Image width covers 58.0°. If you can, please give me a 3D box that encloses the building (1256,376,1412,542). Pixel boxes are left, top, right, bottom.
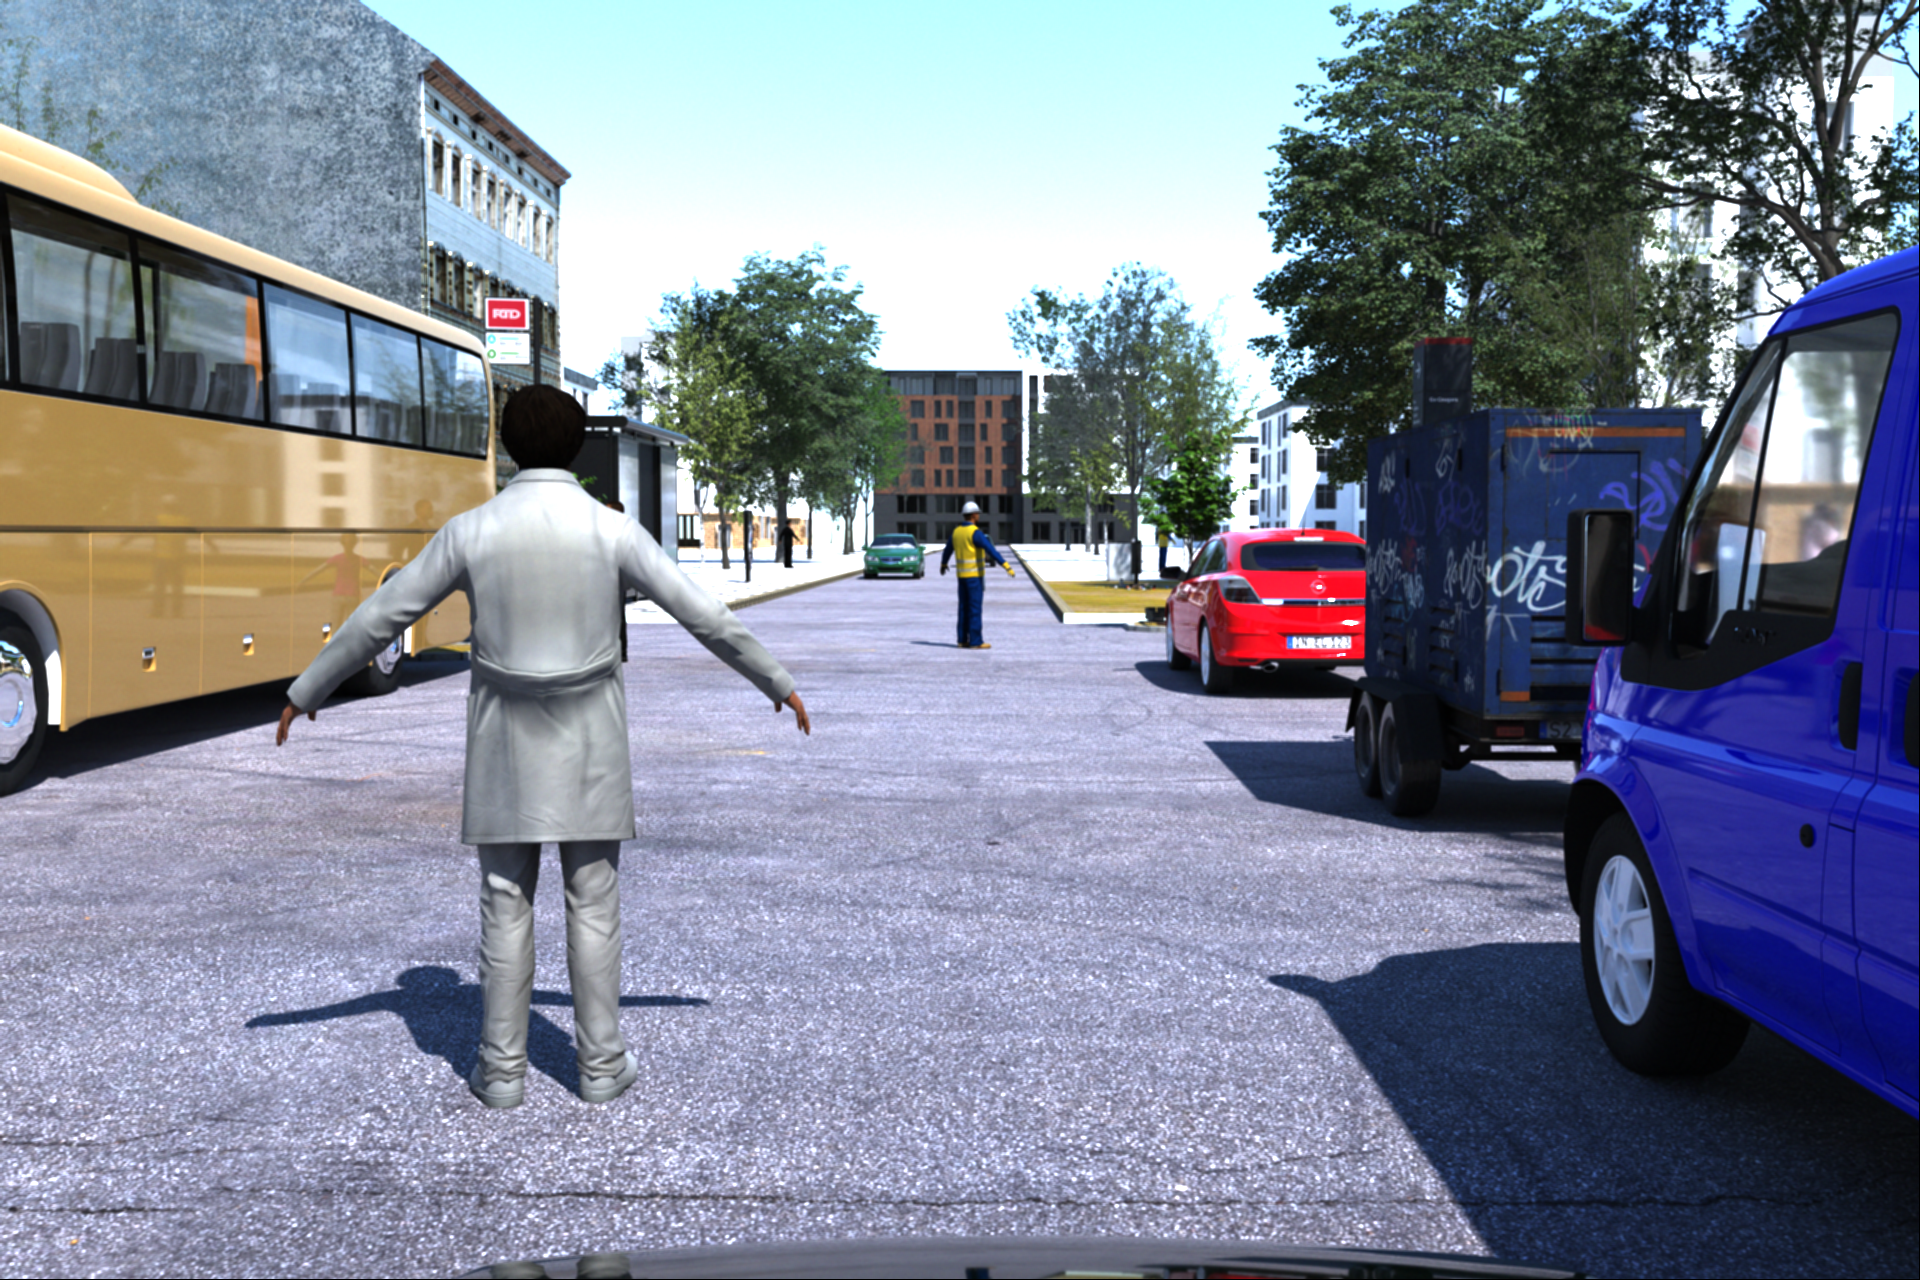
[{"bbox_3d":[24.535,-9.952,104.866,9.099,9.664,28.070,0,4,1],"label":"building"}]

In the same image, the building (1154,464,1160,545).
[{"bbox_3d":[27.110,-15.226,191.096,9.099,9.664,28.070,0,4,1],"label":"building"}]

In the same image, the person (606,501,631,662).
[{"bbox_3d":[-3.885,-0.658,19.445,0.704,1.802,1.346,-1,4,-14],"label":"person"}]

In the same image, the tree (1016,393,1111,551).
[{"bbox_3d":[8.184,-13.194,133.845,7.486,12.596,7.792,0,3,0],"label":"tree"}]

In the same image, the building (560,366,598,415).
[{"bbox_3d":[-24.218,-9.309,94.356,9.099,9.664,28.070,0,4,0],"label":"building"}]

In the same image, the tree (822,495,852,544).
[{"bbox_3d":[-16.036,-16.892,226.549,4.737,8.622,4.395,0,3,0],"label":"tree"}]

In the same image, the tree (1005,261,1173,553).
[{"bbox_3d":[10.312,-16.081,118.811,12.611,20.169,13.585,0,3,0],"label":"tree"}]

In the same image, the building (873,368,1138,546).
[{"bbox_3d":[5.336,-23.146,224.861,32.646,21.610,27.936,0,4,-1],"label":"building"}]

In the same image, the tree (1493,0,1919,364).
[{"bbox_3d":[9.195,-5.052,17.010,8.767,10.594,7.601,3,4,38],"label":"tree"}]

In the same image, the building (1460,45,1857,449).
[{"bbox_3d":[26.797,-13.281,73.567,16.016,20.090,11.380,0,4,2],"label":"building"}]

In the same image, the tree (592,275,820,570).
[{"bbox_3d":[-8.667,-7.834,62.506,7.601,10.594,8.767,3,5,44],"label":"tree"}]

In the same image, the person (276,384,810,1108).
[{"bbox_3d":[-1.048,0.259,4.413,1.347,1.806,0.705,-1,4,-10],"label":"person"}]

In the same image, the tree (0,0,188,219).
[{"bbox_3d":[-12.797,-4.383,22.017,4.360,8.622,3.978,0,3,0],"label":"tree"}]

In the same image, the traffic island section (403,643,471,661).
[{"bbox_3d":[-6.398,0.145,20.501,1.991,0.108,1.994,0,4,1],"label":"traffic island section"}]

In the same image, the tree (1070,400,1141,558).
[{"bbox_3d":[7.806,-8.679,92.270,4.737,8.622,4.395,0,3,0],"label":"tree"}]

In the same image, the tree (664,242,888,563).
[{"bbox_3d":[-7.917,-10.335,75.634,9.857,13.997,8.962,0,3,0],"label":"tree"}]

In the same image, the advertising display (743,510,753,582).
[{"bbox_3d":[-5.678,-2.524,46.476,0.123,1.923,0.974,0,4,0],"label":"advertising display"}]

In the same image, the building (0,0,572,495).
[{"bbox_3d":[-26.148,-14.259,64.056,19.493,23.208,18.063,0,4,1],"label":"building"}]

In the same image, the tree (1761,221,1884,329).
[{"bbox_3d":[20.426,-5.504,40.355,4.360,8.622,3.978,0,3,0],"label":"tree"}]

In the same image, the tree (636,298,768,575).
[{"bbox_3d":[-8.021,-6.327,53.814,4.737,8.622,4.395,0,3,0],"label":"tree"}]

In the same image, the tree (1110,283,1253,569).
[{"bbox_3d":[6.885,-6.128,50.548,4.360,8.622,3.978,0,3,0],"label":"tree"}]

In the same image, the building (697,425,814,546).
[{"bbox_3d":[-22.040,-20.120,185.386,16.016,20.090,11.380,0,4,2],"label":"building"}]

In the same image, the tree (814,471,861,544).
[{"bbox_3d":[-16.053,-17.451,219.740,7.601,10.594,8.767,1,4,10],"label":"tree"}]

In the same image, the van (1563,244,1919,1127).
[{"bbox_3d":[2.651,0.094,2.844,2.240,2.365,5.245,0,4,1],"label":"van"}]

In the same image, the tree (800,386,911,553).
[{"bbox_3d":[-7.219,-11.668,116.523,9.928,11.665,9.643,0,3,0],"label":"tree"}]

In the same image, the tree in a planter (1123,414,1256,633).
[{"bbox_3d":[3.479,-1.757,25.955,1.991,3.239,1.994,0,4,1],"label":"tree in a planter"}]

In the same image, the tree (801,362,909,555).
[{"bbox_3d":[-6.889,-10.907,104.091,9.928,11.665,9.643,0,3,0],"label":"tree"}]

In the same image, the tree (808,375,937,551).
[{"bbox_3d":[-6.847,-13.331,128.331,12.009,13.543,11.850,0,3,0],"label":"tree"}]

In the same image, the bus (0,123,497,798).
[{"bbox_3d":[-6.308,-1.283,12.529,2.896,3.916,12.252,0,4,1],"label":"bus"}]

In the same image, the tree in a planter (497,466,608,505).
[{"bbox_3d":[-6.244,-1.741,25.690,1.991,3.239,1.994,0,4,2],"label":"tree in a planter"}]

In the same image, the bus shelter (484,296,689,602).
[{"bbox_3d":[-6.883,-3.327,32.032,2.179,5.291,8.768,0,4,1],"label":"bus shelter"}]

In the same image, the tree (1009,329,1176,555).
[{"bbox_3d":[8.118,-11.837,103.899,12.009,13.543,11.850,0,3,0],"label":"tree"}]

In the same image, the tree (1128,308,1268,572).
[{"bbox_3d":[7.664,-6.519,56.952,4.737,8.622,4.395,0,3,0],"label":"tree"}]

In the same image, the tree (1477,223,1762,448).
[{"bbox_3d":[17.945,-6.883,46.955,8.767,10.594,7.601,0,4,5],"label":"tree"}]

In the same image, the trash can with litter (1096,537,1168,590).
[{"bbox_3d":[4.038,-1.798,40.456,1.678,1.210,2.233,0,4,2],"label":"trash can with litter"}]

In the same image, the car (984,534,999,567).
[{"bbox_3d":[0.728,-4.106,76.923,2.009,1.686,4.222,0,4,0],"label":"car"}]

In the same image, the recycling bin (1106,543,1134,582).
[{"bbox_3d":[4.324,-2.096,46.824,0.722,1.027,0.722,0,4,1],"label":"recycling bin"}]

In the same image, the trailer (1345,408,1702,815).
[{"bbox_3d":[2.926,-0.169,9.814,1.471,1.999,3.904,0,4,2],"label":"trailer"}]

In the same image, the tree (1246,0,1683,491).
[{"bbox_3d":[10.552,-8.015,37.699,9.857,13.997,8.962,0,3,0],"label":"tree"}]

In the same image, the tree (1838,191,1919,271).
[{"bbox_3d":[19.087,-5.139,34.383,4.737,8.622,4.395,0,3,0],"label":"tree"}]

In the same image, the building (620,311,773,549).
[{"bbox_3d":[-22.567,-17.804,147.510,16.016,20.090,11.380,0,4,0],"label":"building"}]

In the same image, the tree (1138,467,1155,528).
[{"bbox_3d":[26.581,-18.785,225.266,7.486,12.596,7.792,0,3,0],"label":"tree"}]

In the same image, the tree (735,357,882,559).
[{"bbox_3d":[-7.727,-9.347,87.241,8.767,10.594,7.601,1,4,11],"label":"tree"}]

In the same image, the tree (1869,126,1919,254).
[{"bbox_3d":[17.386,-4.809,28.982,4.737,8.622,4.395,0,3,0],"label":"tree"}]

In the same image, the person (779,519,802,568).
[{"bbox_3d":[-6.409,-3.608,64.931,0.705,1.837,1.347,-3,5,-43],"label":"person"}]

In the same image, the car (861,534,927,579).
[{"bbox_3d":[-2.122,-2.736,56.534,2.131,1.459,4.920,0,4,1],"label":"car"}]

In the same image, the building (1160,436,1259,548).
[{"bbox_3d":[24.397,-13.484,162.614,9.099,9.664,28.070,0,4,1],"label":"building"}]

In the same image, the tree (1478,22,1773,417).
[{"bbox_3d":[9.869,-4.599,25.554,4.360,8.622,3.978,0,3,0],"label":"tree"}]

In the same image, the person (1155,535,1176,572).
[{"bbox_3d":[6.936,-3.187,58.568,0.721,1.772,1.216,-2,4,-25],"label":"person"}]

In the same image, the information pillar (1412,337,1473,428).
[{"bbox_3d":[6.428,-2.067,23.173,0.750,3.857,0.750,0,4,1],"label":"information pillar"}]

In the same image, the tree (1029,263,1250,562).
[{"bbox_3d":[7.955,-10.275,78.369,12.009,13.543,11.850,0,3,0],"label":"tree"}]

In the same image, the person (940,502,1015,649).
[{"bbox_3d":[0.155,-0.813,21.725,0.705,1.833,1.349,-3,5,-41],"label":"person"}]

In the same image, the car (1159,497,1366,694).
[{"bbox_3d":[3.090,-0.488,17.021,2.155,1.783,4.494,0,4,0],"label":"car"}]

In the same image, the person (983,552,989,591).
[{"bbox_3d":[0.460,-1.925,43.204,0.599,1.433,0.991,2,4,31],"label":"person"}]
